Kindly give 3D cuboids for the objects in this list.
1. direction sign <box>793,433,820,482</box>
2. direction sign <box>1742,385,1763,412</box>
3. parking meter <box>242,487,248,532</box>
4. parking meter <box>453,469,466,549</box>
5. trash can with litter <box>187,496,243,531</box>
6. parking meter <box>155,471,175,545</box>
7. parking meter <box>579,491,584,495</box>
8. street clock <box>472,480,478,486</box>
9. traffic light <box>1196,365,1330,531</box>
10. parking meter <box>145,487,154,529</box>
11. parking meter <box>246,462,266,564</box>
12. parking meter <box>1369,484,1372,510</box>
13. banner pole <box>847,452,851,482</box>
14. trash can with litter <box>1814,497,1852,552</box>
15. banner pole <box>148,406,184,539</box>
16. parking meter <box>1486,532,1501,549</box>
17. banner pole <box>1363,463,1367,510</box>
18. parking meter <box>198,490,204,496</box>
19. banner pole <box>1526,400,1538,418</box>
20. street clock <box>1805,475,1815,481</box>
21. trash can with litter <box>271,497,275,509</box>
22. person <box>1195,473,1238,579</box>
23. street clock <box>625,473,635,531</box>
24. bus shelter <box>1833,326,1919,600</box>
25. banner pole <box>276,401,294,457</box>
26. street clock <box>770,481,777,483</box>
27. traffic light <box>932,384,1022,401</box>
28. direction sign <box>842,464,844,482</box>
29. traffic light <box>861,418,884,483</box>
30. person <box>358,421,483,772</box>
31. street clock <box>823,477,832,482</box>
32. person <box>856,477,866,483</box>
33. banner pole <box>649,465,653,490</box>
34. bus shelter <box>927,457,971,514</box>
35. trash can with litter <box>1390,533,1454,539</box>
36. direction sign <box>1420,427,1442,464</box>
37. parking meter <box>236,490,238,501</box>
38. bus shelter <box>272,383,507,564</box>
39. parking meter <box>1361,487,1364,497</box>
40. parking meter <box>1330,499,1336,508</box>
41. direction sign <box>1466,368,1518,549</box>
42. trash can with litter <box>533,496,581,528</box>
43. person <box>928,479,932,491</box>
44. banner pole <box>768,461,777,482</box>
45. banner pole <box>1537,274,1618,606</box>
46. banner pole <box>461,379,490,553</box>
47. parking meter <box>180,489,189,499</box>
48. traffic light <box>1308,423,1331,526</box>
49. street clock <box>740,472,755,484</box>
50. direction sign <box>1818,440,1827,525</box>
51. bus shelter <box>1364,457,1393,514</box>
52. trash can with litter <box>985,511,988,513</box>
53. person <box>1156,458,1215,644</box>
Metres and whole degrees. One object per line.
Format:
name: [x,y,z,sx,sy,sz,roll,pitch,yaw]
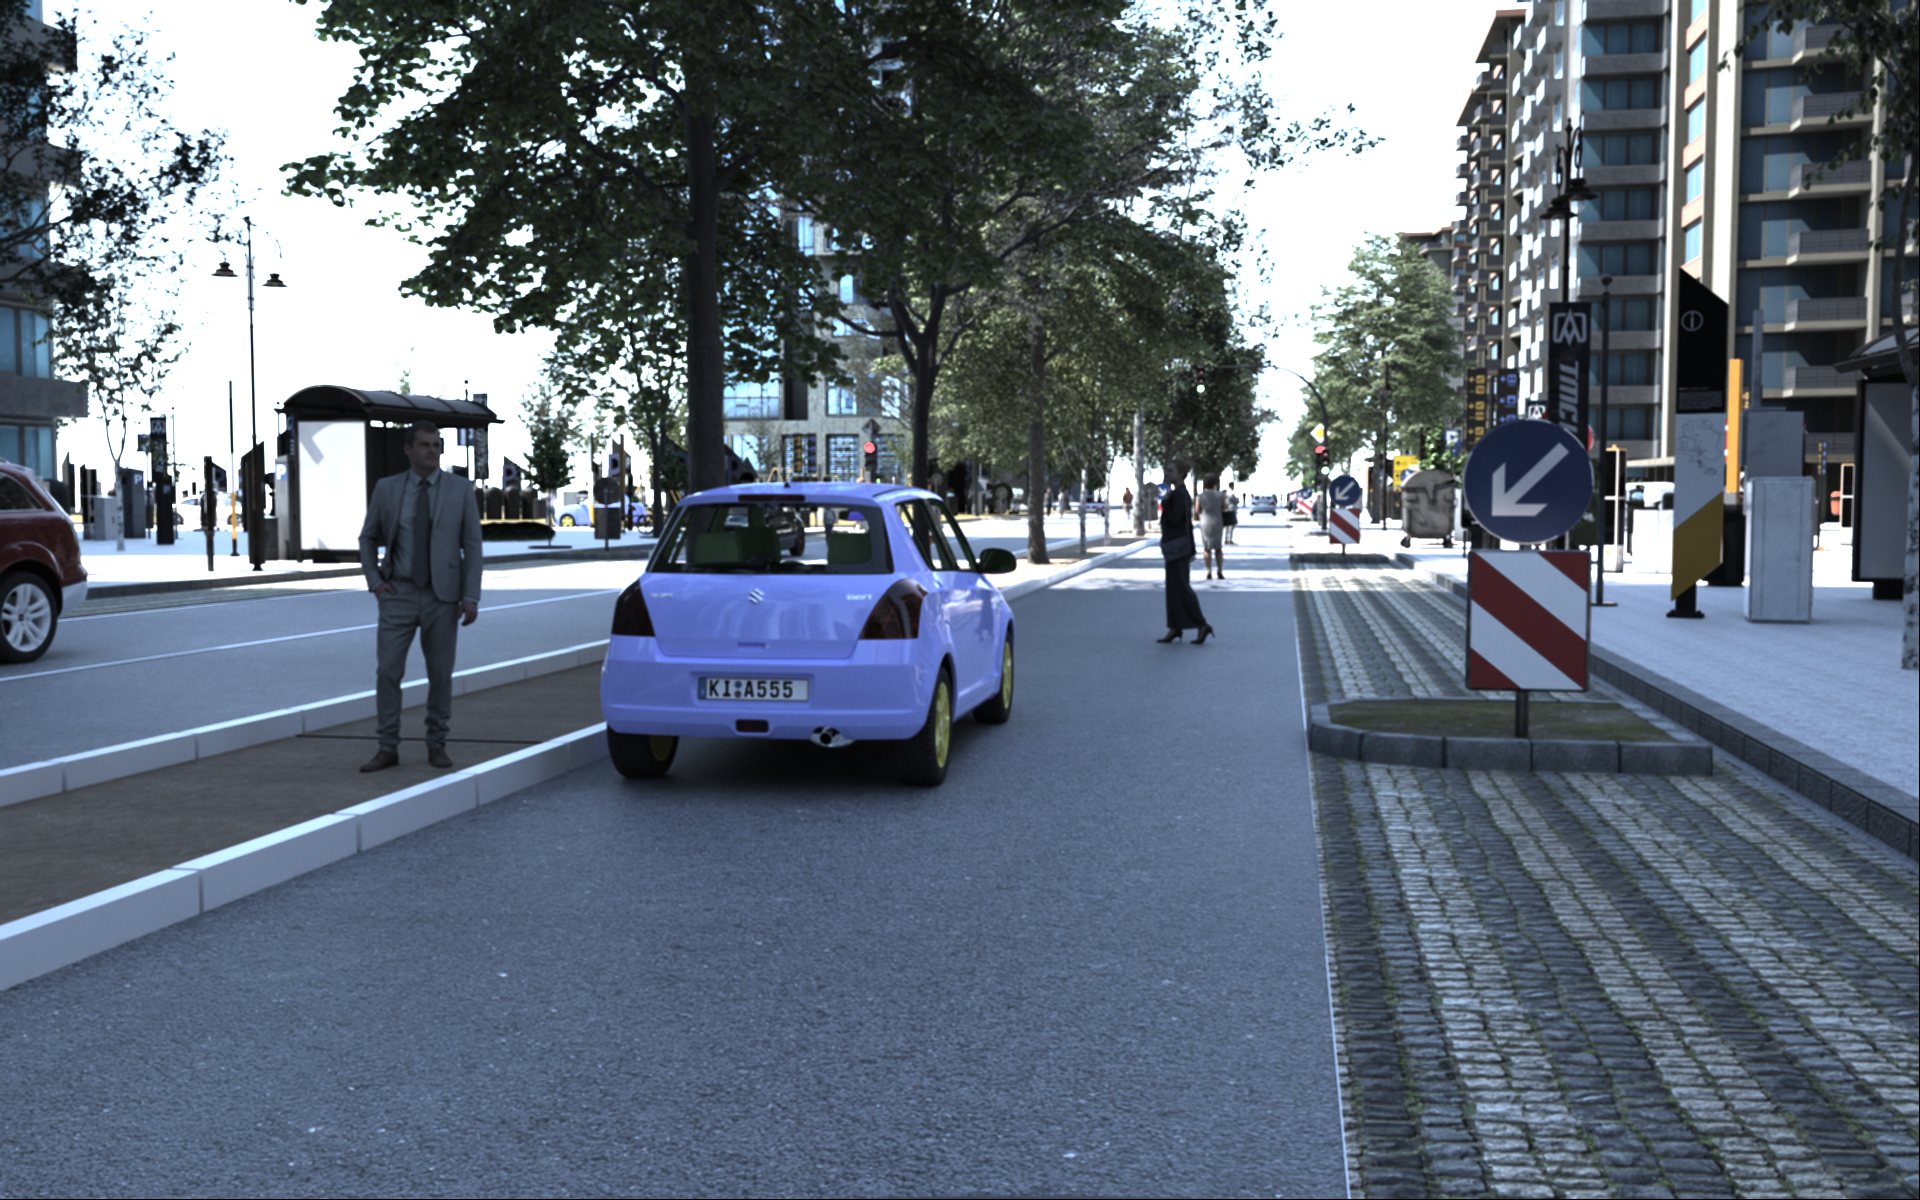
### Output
direction sign: [-5.788,-4.445,64.668,0.876,3.537,0.379,1,4,10]
direction sign: [16.633,-2.720,36.465,0.379,3.537,0.876,0,4,0]
parking meter: [-24.152,-3.080,58.770,0.372,1.533,0.369,0,3,0]
parking meter: [-11.723,-2.134,40.597,0.399,1.863,0.255,1,4,23]
trash can with litter: [-26.064,-3.016,60.374,1.678,1.210,2.233,0,4,-2]
parking meter: [-20.242,-2.348,44.108,0.255,1.863,0.399,3,4,37]
parking meter: [-27.724,-7.246,126.876,0.372,1.533,0.369,0,3,0]
street clock: [-24.894,-5.149,88.760,0.358,2.002,0.471,0,4,5]
traffic light: [10.725,-5.286,61.098,4.771,5.953,1.251,1,4,11]
parking meter: [-29.781,-3.371,63.532,0.372,1.533,0.369,0,3,0]
parking meter: [-12.898,-1.592,31.733,0.255,1.863,0.399,-1,4,-14]
parking meter: [22.909,-5.529,96.117,0.399,1.863,0.255,1,4,13]
banner pole: [-6.543,-6.856,102.116,0.401,3.779,0.863,1,4,9]
trash can with litter: [19.314,-1.731,39.359,1.678,1.210,2.233,0,4,0]
banner pole: [-22.582,-3.623,49.249,0.863,3.779,0.401,-1,4,-23]
parking meter: [11.333,-1.905,36.866,0.399,1.863,0.255,2,4,32]
banner pole: [32.904,-9.211,140.608,0.401,3.779,0.863,1,4,23]
parking meter: [-44.688,-5.732,102.123,0.372,1.533,0.369,0,3,0]
banner pole: [13.681,-3.097,40.650,0.863,3.779,0.401,1,4,16]
street clock: [33.017,-3.846,67.460,0.471,2.002,0.358,-1,4,-16]
trash can with litter: [-26.808,-3.379,66.299,2.233,1.210,1.678,-3,5,-40]
person: [4.317,-1.240,29.136,0.716,1.782,0.532,0,4,8]
street clock: [-11.614,-3.447,60.927,0.358,2.002,0.471,-1,4,-21]
bus shelter: [11.200,-1.499,18.437,2.014,3.302,5.546,1,4,10]
banner pole: [-18.078,-3.464,46.656,0.863,3.779,0.401,-2,4,-29]
street clock: [-10.223,-5.524,94.881,0.471,2.002,0.358,0,4,-2]
traffic light: [0.294,-5.911,71.319,4.771,5.953,1.251,1,4,11]
direction sign: [-8.732,-8.405,129.419,0.379,3.537,0.876,-1,4,-8]
traffic light: [-3.241,-4.581,63.817,0.839,4.253,0.868,1,4,11]
person: [-2.825,-0.029,9.066,0.635,1.810,0.391,-1,4,-19]
street clock: [-5.558,-4.162,72.617,0.358,2.002,0.471,-2,4,-24]
person: [-2.122,-1.692,36.509,0.624,1.780,0.694,1,4,11]
banner pole: [-22.991,-8.560,129.972,0.401,3.779,0.863,3,5,44]
bus shelter: [-0.673,-7.258,109.949,1.731,3.624,6.357,1,4,10]
trash can with litter: [13.616,-2.359,49.620,2.233,1.210,1.678,3,5,41]
direction sign: [16.002,-4.082,58.741,0.876,3.537,0.379,-1,4,-13]
parking meter: [-40.179,-5.393,96.592,0.372,1.533,0.369,0,3,0]
bus shelter: [-11.149,-2.478,34.443,2.014,3.302,5.546,1,4,10]
parking meter: [32.855,-8.312,141.617,0.255,1.863,0.399,1,4,11]
parking meter: [23.267,-6.263,108.110,0.399,1.863,0.255,1,4,19]
direction sign: [9.591,-2.403,31.292,0.876,3.537,0.379,1,4,19]
trash can with litter: [-15.556,-3.344,65.731,2.233,1.210,1.678,-1,4,-9]
person: [-0.680,-1.552,34.621,0.466,1.731,0.760,-3,5,-45]
banner pole: [-14.124,-8.570,130.131,0.863,3.779,0.401,-1,4,-13]
banner pole: [7.142,-1.827,19.883,0.863,3.779,0.401,1,4,8]
banner pole: [-10.529,-2.914,37.656,0.863,3.779,0.401,2,4,28]
parking meter: [-37.351,-4.590,83.454,0.372,1.533,0.369,0,3,0]
traffic light: [14.261,-4.880,68.706,0.839,4.253,0.868,1,4,11]
street clock: [-7.011,-3.215,57.129,0.471,2.002,0.358,0,4,-4]
direction sign: [36.239,-4.945,72.854,0.379,3.537,0.876,0,4,8]
bus shelter: [28.584,-7.778,118.460,1.731,3.624,6.357,1,4,11]
trash can with litter: [2.082,-6.531,117.836,1.678,1.210,2.233,-1,4,-15]
person: [2.152,-0.474,16.677,0.534,1.772,0.576,0,4,-7]
